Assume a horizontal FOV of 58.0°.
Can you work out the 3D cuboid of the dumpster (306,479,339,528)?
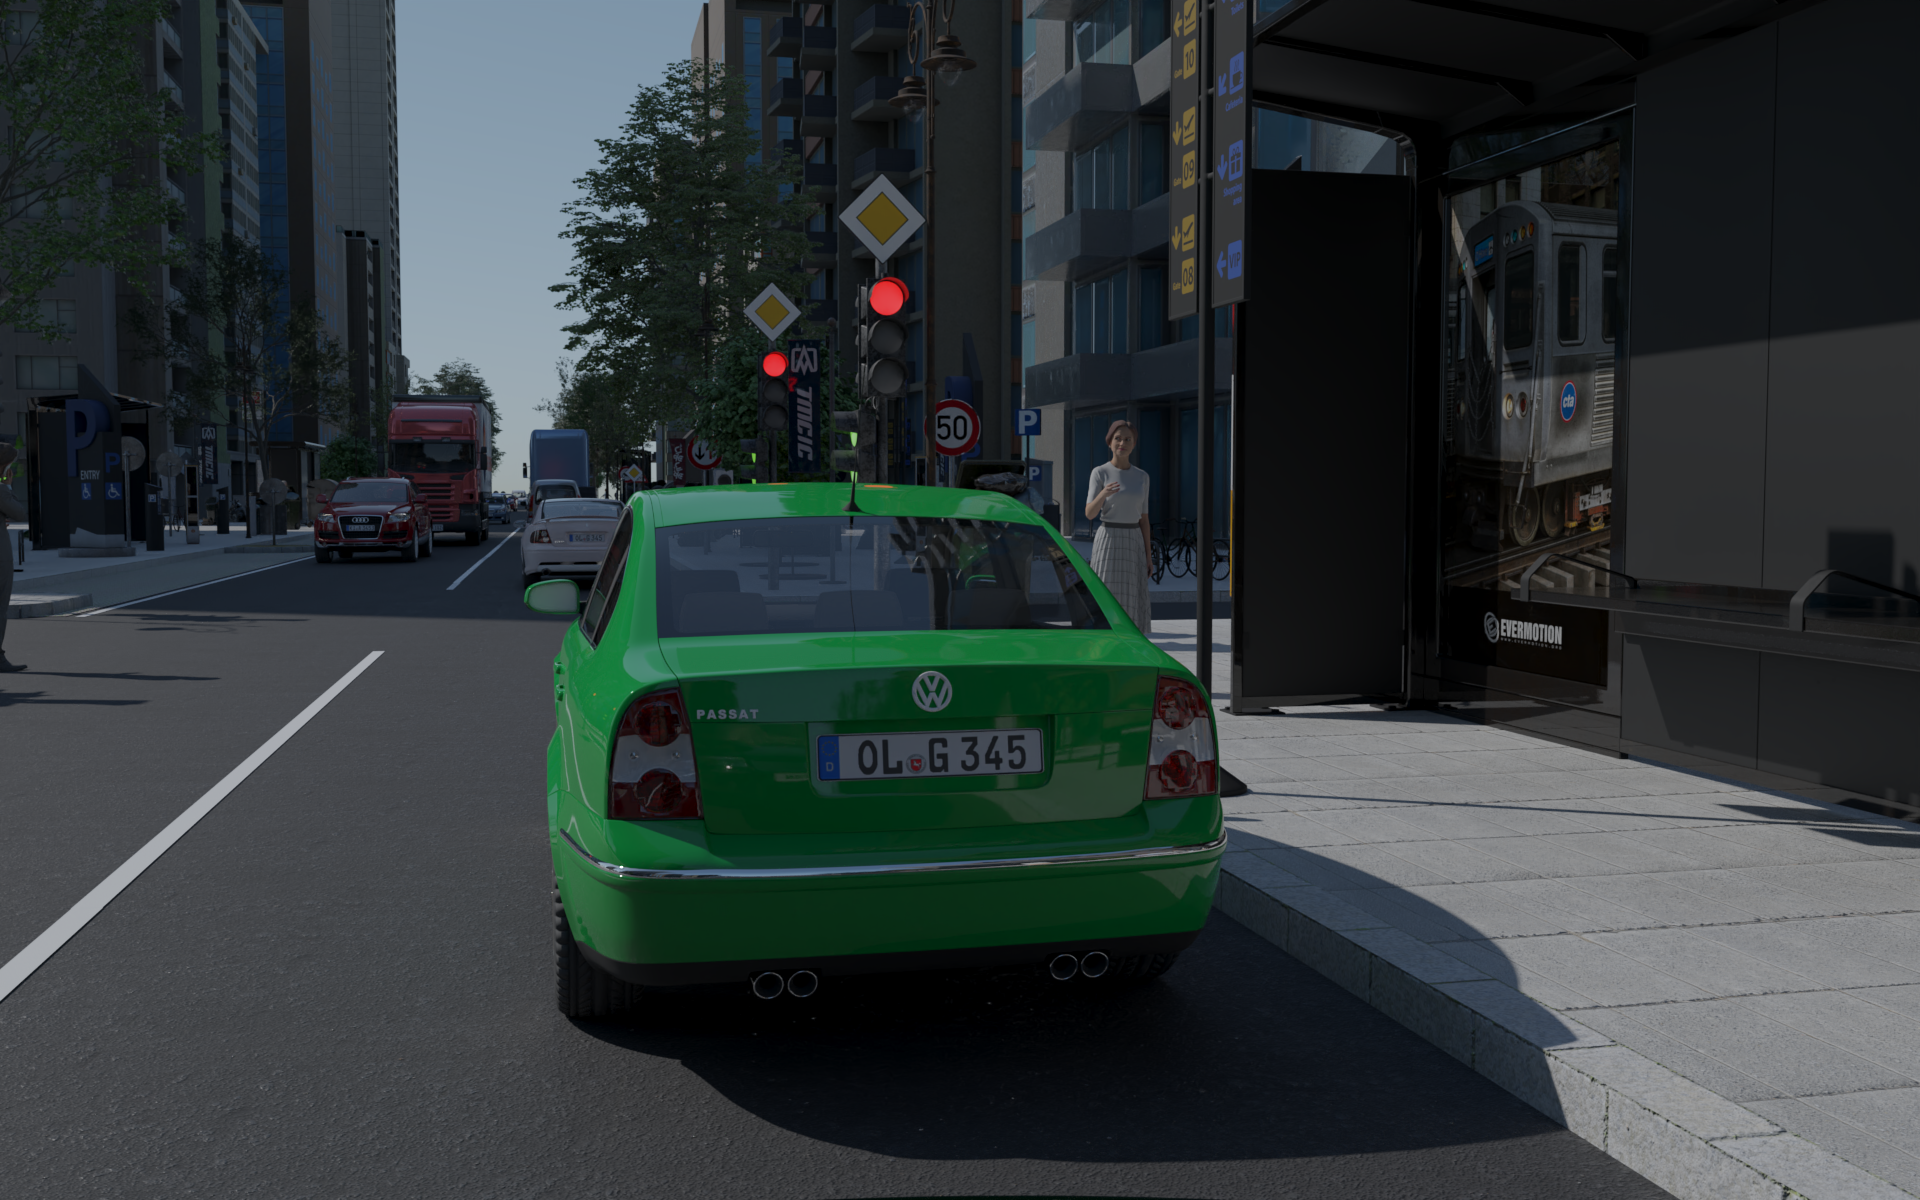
[{"bbox_3d":[-24.462,-3.728,66.709,1.264,1.857,1.865,-1,4,-13],"label":"dumpster"}]

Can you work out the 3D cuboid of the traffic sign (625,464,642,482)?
[{"bbox_3d":[-14.076,-4.602,74.976,0.795,2.593,0.064,0,4,-7],"label":"traffic sign"}]

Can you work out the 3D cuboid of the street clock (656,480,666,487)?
[{"bbox_3d":[-15.024,-5.048,87.103,0.471,2.002,0.358,-2,4,-33],"label":"street clock"}]

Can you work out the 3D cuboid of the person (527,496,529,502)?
[{"bbox_3d":[-18.651,-4.124,76.028,0.679,1.850,0.850,-1,4,-10],"label":"person"}]

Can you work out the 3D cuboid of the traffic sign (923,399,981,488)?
[{"bbox_3d":[-0.110,-1.417,23.281,0.768,2.556,0.104,0,4,-4],"label":"traffic sign"}]

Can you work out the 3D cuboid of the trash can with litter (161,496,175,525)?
[{"bbox_3d":[-33.637,-3.736,72.138,1.678,1.210,2.233,3,5,43],"label":"trash can with litter"}]

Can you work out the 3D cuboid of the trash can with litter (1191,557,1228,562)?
[{"bbox_3d":[5.256,-1.337,32.920,2.233,1.210,1.678,0,4,-4],"label":"trash can with litter"}]

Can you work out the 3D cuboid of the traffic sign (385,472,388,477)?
[{"bbox_3d":[-30.082,-5.615,91.906,0.768,2.556,0.104,-1,4,-13],"label":"traffic sign"}]

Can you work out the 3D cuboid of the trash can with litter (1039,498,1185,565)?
[{"bbox_3d":[2.701,-1.232,31.199,2.233,1.210,1.678,-2,4,-28],"label":"trash can with litter"}]

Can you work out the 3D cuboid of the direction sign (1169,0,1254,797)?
[{"bbox_3d":[1.052,-0.941,7.390,0.379,3.537,0.876,-1,4,-13],"label":"direction sign"}]

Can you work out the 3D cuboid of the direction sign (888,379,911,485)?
[{"bbox_3d":[-1.035,-2.436,31.827,0.379,3.537,0.876,0,4,4],"label":"direction sign"}]

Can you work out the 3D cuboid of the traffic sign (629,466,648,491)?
[{"bbox_3d":[-14.807,-4.884,79.855,0.884,2.594,0.081,0,4,-5],"label":"traffic sign"}]

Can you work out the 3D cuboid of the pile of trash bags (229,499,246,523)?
[{"bbox_3d":[-31.738,-4.257,79.347,1.912,1.369,3.447,2,4,28],"label":"pile of trash bags"}]

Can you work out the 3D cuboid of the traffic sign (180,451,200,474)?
[{"bbox_3d":[-23.858,-3.284,53.434,0.795,2.593,0.064,-1,4,-13],"label":"traffic sign"}]

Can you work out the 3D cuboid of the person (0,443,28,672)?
[{"bbox_3d":[-7.864,-0.351,14.053,0.655,1.846,0.447,1,4,15],"label":"person"}]

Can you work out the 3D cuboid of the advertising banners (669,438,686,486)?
[{"bbox_3d":[-8.092,-3.562,54.424,2.074,3.025,0.090,-1,4,-15],"label":"advertising banners"}]

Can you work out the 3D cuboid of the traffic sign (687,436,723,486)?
[{"bbox_3d":[-5.388,-2.235,36.651,0.768,2.556,0.104,-1,4,-12],"label":"traffic sign"}]

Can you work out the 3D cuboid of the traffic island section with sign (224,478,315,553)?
[{"bbox_3d":[-16.892,-2.078,42.604,1.989,1.847,2.006,-1,4,-13],"label":"traffic island section with sign"}]

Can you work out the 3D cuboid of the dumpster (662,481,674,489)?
[{"bbox_3d":[-12.450,-4.309,76.203,1.264,1.857,1.865,-1,4,-13],"label":"dumpster"}]

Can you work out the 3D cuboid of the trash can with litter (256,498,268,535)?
[{"bbox_3d":[-22.180,-2.643,54.592,0.624,1.170,1.055,-3,5,-44],"label":"trash can with litter"}]

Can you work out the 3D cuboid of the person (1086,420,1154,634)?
[{"bbox_3d":[1.043,-0.272,11.061,0.480,1.755,0.524,-2,4,-23],"label":"person"}]

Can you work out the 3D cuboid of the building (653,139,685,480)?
[{"bbox_3d":[-31.372,-34.846,219.839,14.600,45.320,14.200,-1,4,-13],"label":"building"}]

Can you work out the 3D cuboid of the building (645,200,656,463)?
[{"bbox_3d":[-32.293,-35.923,241.972,22.147,44.769,28.867,-1,4,-13],"label":"building"}]

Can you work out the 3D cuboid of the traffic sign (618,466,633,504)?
[{"bbox_3d":[-15.133,-4.804,78.659,0.768,2.556,0.104,-1,4,-9],"label":"traffic sign"}]

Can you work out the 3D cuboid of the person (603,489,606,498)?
[{"bbox_3d":[-34.876,-10.057,170.460,0.705,1.826,1.348,-2,4,-26],"label":"person"}]

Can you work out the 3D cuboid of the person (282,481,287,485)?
[{"bbox_3d":[-24.955,-3.509,63.895,0.782,1.767,0.515,2,4,32],"label":"person"}]

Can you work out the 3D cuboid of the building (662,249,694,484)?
[{"bbox_3d":[-28.355,-26.571,206.142,14.160,30.474,14.107,-1,4,-13],"label":"building"}]

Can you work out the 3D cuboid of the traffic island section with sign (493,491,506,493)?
[{"bbox_3d":[-59.074,-13.191,224.304,1.989,1.847,2.006,-1,4,-13],"label":"traffic island section with sign"}]

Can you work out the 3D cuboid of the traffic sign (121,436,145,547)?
[{"bbox_3d":[-18.421,-2.338,38.326,0.768,2.556,0.104,0,4,-8],"label":"traffic sign"}]

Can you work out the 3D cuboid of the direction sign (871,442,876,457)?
[{"bbox_3d":[-3.096,-4.218,60.954,0.876,3.537,0.379,0,4,2],"label":"direction sign"}]

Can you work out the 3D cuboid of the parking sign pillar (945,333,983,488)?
[{"bbox_3d":[0.076,-2.440,28.366,1.447,3.967,1.447,-1,4,-8],"label":"parking sign pillar"}]

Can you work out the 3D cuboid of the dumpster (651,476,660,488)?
[{"bbox_3d":[-16.961,-5.754,96.566,1.502,2.255,1.985,-1,4,-13],"label":"dumpster"}]

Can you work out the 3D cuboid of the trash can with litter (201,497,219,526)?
[{"bbox_3d":[-30.550,-3.628,70.709,0.624,1.170,1.055,0,4,-2],"label":"trash can with litter"}]

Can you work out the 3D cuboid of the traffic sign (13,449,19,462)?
[{"bbox_3d":[-20.128,-2.216,36.335,0.768,2.556,0.104,0,4,-3],"label":"traffic sign"}]

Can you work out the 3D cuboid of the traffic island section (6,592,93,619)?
[{"bbox_3d":[-11.869,0.075,21.056,2.009,0.180,2.903,-1,4,-13],"label":"traffic island section"}]

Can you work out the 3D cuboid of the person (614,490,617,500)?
[{"bbox_3d":[-44.591,-13.391,225.516,0.617,1.759,0.750,3,5,44],"label":"person"}]

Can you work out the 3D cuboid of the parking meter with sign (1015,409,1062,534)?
[{"bbox_3d":[1.678,-2.445,36.240,0.543,3.016,1.738,1,4,20],"label":"parking meter with sign"}]

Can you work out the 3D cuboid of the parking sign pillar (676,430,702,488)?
[{"bbox_3d":[-8.885,-4.239,57.784,1.447,3.967,1.447,2,4,32],"label":"parking sign pillar"}]

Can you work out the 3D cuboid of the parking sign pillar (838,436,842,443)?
[{"bbox_3d":[-4.407,-4.119,55.820,1.447,3.967,1.447,3,4,38],"label":"parking sign pillar"}]

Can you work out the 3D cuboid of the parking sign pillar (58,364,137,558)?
[{"bbox_3d":[-17.718,-2.874,35.463,1.447,3.967,1.447,2,4,33],"label":"parking sign pillar"}]

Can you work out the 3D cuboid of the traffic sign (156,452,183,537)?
[{"bbox_3d":[-23.783,-3.181,52.118,0.768,2.556,0.104,-1,4,-10],"label":"traffic sign"}]

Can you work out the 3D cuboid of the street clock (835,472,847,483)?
[{"bbox_3d":[-2.788,-2.100,38.907,0.358,2.002,0.471,3,5,43],"label":"street clock"}]
